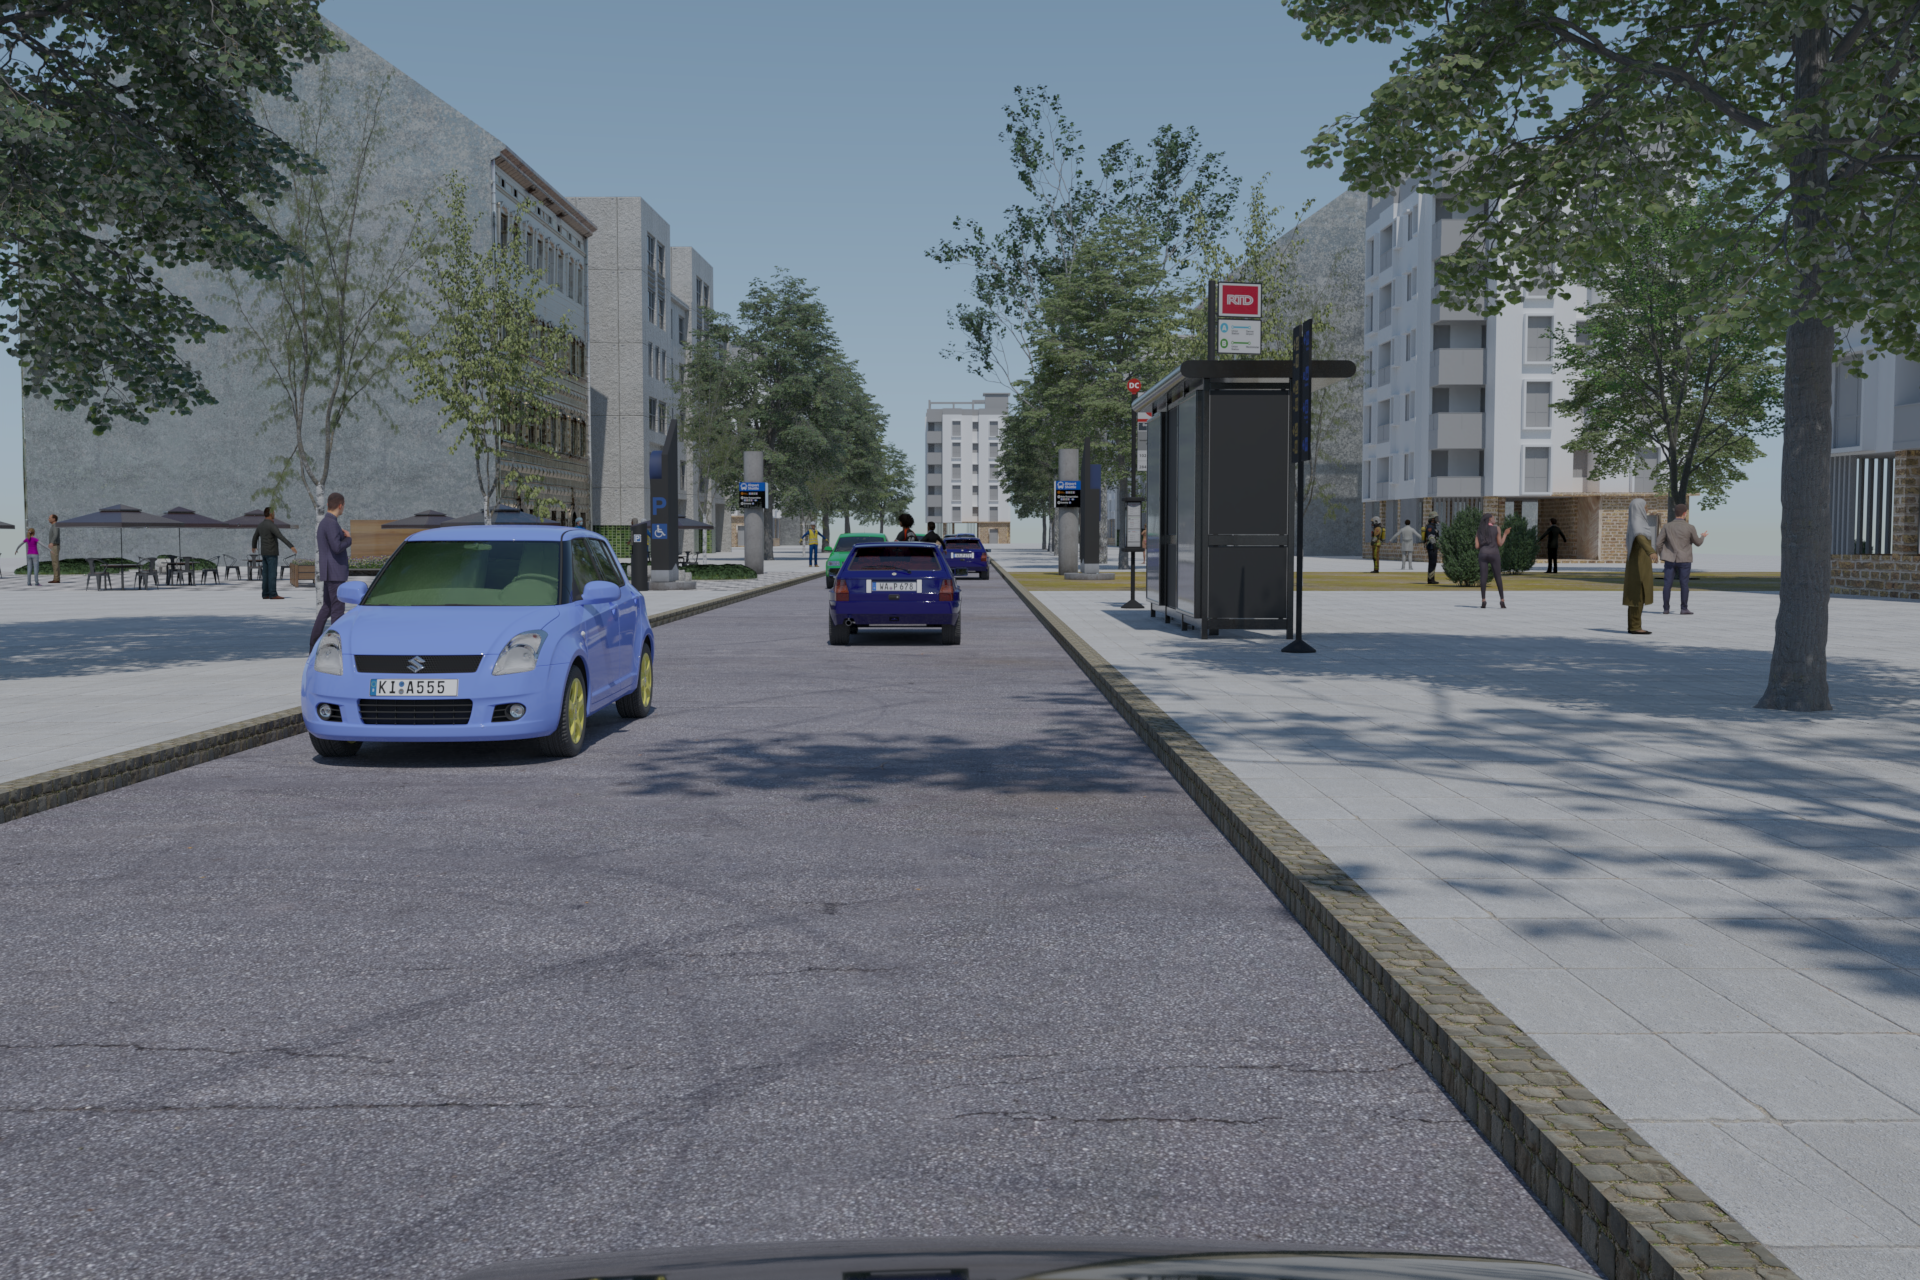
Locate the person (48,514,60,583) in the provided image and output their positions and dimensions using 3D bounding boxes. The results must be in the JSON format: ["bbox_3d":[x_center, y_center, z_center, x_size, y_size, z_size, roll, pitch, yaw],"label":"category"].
[{"bbox_3d":[-23.619,-2.376,45.127,0.705,1.796,1.348,-2,4,-28],"label":"person"}]

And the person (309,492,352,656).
[{"bbox_3d":[-6.472,-0.669,17.906,0.530,1.710,0.541,-1,4,-20],"label":"person"}]

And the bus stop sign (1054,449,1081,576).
[{"bbox_3d":[3.363,-3.957,53.714,0.837,3.901,0.837,0,4,1],"label":"bus stop sign"}]

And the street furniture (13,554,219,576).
[{"bbox_3d":[-28.113,-2.580,57.804,5.734,0.657,10.072,-1,4,-16],"label":"street furniture"}]

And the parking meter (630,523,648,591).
[{"bbox_3d":[-7.216,-1.868,38.952,0.372,1.533,0.369,0,3,0],"label":"parking meter"}]

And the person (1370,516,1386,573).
[{"bbox_3d":[13.626,-3.124,56.845,0.705,1.858,1.354,1,4,15],"label":"person"}]

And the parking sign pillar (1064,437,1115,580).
[{"bbox_3d":[3.655,-3.686,48.732,1.447,3.967,1.447,0,4,-1],"label":"parking sign pillar"}]

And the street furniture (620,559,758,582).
[{"bbox_3d":[-8.950,-1.913,46.897,5.734,0.657,10.072,1,4,13],"label":"street furniture"}]

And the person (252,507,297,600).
[{"bbox_3d":[-13.530,-1.710,34.017,1.348,1.821,0.705,2,4,33],"label":"person"}]

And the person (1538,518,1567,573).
[{"bbox_3d":[19.298,-3.075,56.460,1.347,1.806,0.705,-2,4,-24],"label":"person"}]

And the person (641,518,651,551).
[{"bbox_3d":[-11.148,-3.381,61.254,1.349,1.833,0.705,3,5,44],"label":"person"}]

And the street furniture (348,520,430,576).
[{"bbox_3d":[-18.099,-2.971,55.429,9.812,1.723,11.010,0,4,-6],"label":"street furniture"}]

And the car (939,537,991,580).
[{"bbox_3d":[0.042,-2.618,55.378,1.945,1.354,3.894,0,4,-1],"label":"car"}]

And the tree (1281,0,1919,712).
[{"bbox_3d":[6.227,-5.789,12.776,7.486,12.596,7.792,0,3,0],"label":"tree"}]

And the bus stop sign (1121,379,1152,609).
[{"bbox_3d":[3.205,-2.515,29.817,0.855,3.939,0.416,0,3,0],"label":"bus stop sign"}]

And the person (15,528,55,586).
[{"bbox_3d":[-22.861,-2.049,42.764,0.991,1.433,0.599,0,4,2],"label":"person"}]

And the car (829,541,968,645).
[{"bbox_3d":[-0.854,-0.683,23.749,1.945,1.354,3.894,0,4,-1],"label":"car"}]

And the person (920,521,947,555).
[{"bbox_3d":[-0.763,-1.999,41.870,1.216,1.740,0.721,-3,5,-43],"label":"person"}]

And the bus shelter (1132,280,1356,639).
[{"bbox_3d":[3.735,-2.908,25.172,2.179,5.291,8.768,0,3,0],"label":"bus shelter"}]

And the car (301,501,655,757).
[{"bbox_3d":[-3.284,-0.163,12.250,1.945,1.707,3.694,0,4,0],"label":"car"}]

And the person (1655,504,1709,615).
[{"bbox_3d":[11.561,-1.294,27.732,0.617,1.759,0.750,3,5,44],"label":"person"}]

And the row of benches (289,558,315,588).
[{"bbox_3d":[-16.311,-1.695,43.169,1.422,0.672,4.104,-1,4,-23],"label":"row of benches"}]

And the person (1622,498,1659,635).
[{"bbox_3d":[8.774,-0.943,22.194,0.721,1.736,1.217,1,4,12],"label":"person"}]

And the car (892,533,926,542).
[{"bbox_3d":[-2.195,-4.328,79.553,1.959,1.807,4.718,0,4,0],"label":"car"}]

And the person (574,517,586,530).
[{"bbox_3d":[-12.223,-3.036,55.771,0.704,1.817,1.347,3,4,38],"label":"person"}]

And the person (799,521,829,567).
[{"bbox_3d":[-5.671,-3.718,67.252,1.216,1.772,0.721,-2,4,-25],"label":"person"}]

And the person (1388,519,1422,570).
[{"bbox_3d":[16.116,-3.437,62.383,1.347,1.806,0.705,1,4,19],"label":"person"}]

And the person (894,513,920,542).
[{"bbox_3d":[-1.078,-1.514,33.362,0.704,1.843,1.345,2,4,33],"label":"person"}]

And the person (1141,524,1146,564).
[{"bbox_3d":[7.953,-4.140,74.493,1.217,1.733,0.721,-2,4,-34],"label":"person"}]

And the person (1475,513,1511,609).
[{"bbox_3d":[9.179,-1.368,29.875,0.593,1.643,0.415,-1,4,-17],"label":"person"}]

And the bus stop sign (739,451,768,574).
[{"bbox_3d":[-6.584,-4.053,55.283,0.837,3.901,0.837,0,4,-1],"label":"bus stop sign"}]

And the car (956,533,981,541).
[{"bbox_3d":[0.350,-6.117,109.597,1.945,1.707,3.694,0,4,-1],"label":"car"}]

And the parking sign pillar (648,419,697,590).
[{"bbox_3d":[-6.837,-3.155,40.059,1.447,3.967,1.447,0,4,1],"label":"parking sign pillar"}]

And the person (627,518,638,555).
[{"bbox_3d":[-10.716,-3.111,56.998,0.705,1.813,1.348,-1,4,-22],"label":"person"}]

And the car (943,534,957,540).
[{"bbox_3d":[-0.533,-7.262,128.521,2.009,1.686,4.222,0,4,1],"label":"car"}]

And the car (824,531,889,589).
[{"bbox_3d":[-2.638,-2.324,46.798,1.959,1.807,4.718,0,4,0],"label":"car"}]

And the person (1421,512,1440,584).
[{"bbox_3d":[12.107,-2.353,44.256,0.705,1.856,1.354,1,4,18],"label":"person"}]
